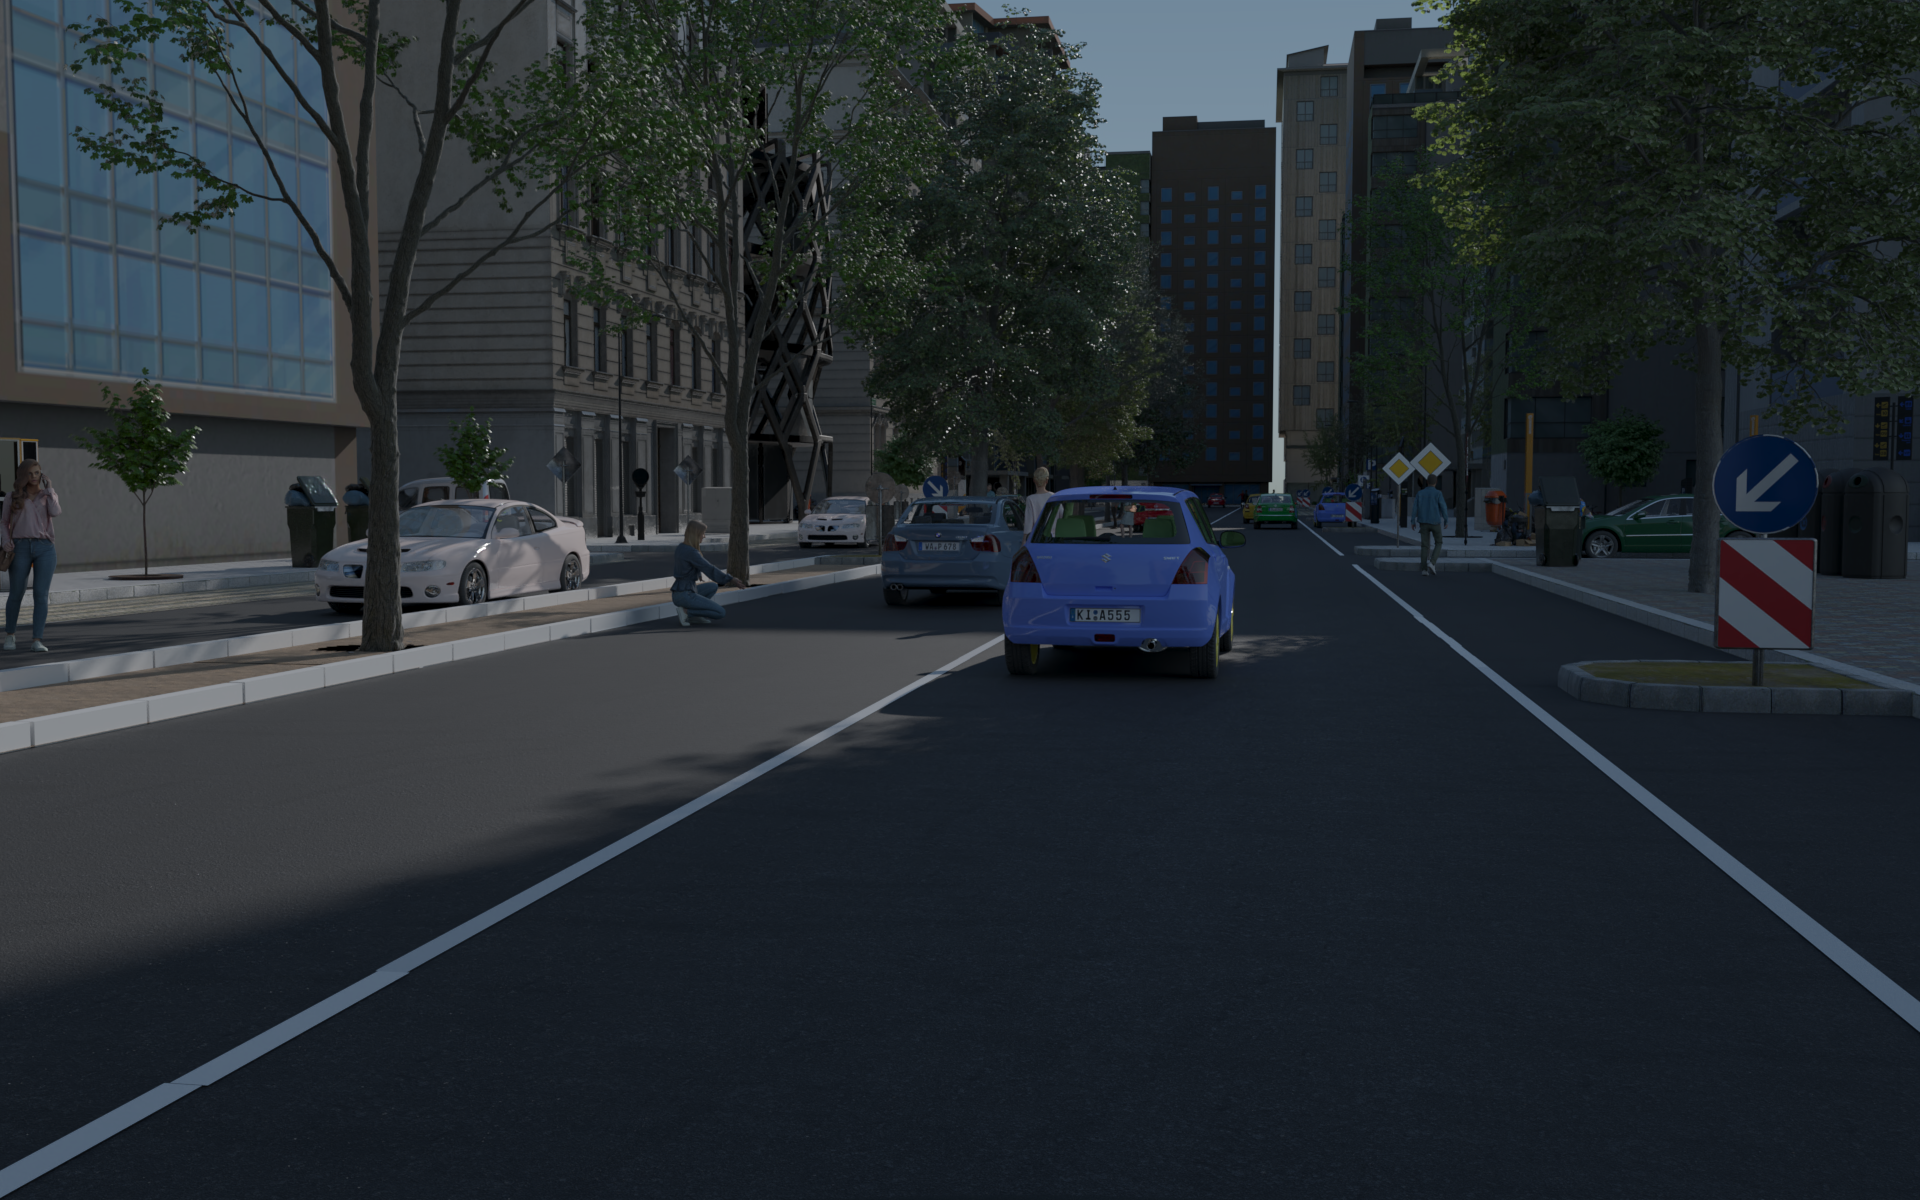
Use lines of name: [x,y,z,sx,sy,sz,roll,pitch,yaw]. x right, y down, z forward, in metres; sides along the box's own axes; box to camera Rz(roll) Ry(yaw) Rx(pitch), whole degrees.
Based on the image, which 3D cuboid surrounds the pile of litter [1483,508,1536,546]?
pile of litter: [13.969,-1.766,42.839,1.719,0.858,1.176,1,4,11]

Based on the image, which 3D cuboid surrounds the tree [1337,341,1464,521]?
tree: [20.927,-8.067,82.255,4.737,8.622,4.395,0,3,0]

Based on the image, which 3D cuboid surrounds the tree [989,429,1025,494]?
tree: [3.501,-10.145,116.231,4.360,8.622,3.978,0,3,0]

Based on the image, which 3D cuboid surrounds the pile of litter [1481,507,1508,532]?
pile of litter: [18.392,-2.719,58.417,1.719,0.858,1.176,2,4,25]

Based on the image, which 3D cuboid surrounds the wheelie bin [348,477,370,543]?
wheelie bin: [-10.992,-1.471,31.959,0.693,1.594,0.980,-1,4,-10]

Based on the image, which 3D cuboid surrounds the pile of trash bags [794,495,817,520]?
pile of trash bags: [-7.907,-4.596,84.903,1.912,1.369,3.447,-1,4,-21]

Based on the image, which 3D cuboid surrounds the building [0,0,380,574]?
building: [-20.652,-23.269,30.555,14.200,45.320,14.600,1,4,10]

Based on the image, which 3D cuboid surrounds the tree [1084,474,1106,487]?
tree: [13.362,-11.793,176.535,4.285,4.588,4.351,0,3,0]

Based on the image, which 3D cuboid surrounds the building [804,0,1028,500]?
building: [-11.412,-27.023,133.712,32.217,40.220,23.993,1,4,10]

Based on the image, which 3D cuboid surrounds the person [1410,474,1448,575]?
person: [8.245,-1.320,30.418,0.601,1.785,0.444,2,4,32]

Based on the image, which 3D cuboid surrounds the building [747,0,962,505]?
building: [-8.705,-19.111,99.847,14.401,28.519,23.554,1,4,10]

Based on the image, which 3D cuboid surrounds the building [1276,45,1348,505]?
building: [52.245,-38.029,211.006,27.495,52.752,28.713,1,4,10]

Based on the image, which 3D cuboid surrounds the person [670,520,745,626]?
person: [-2.856,-0.313,19.120,0.738,1.151,1.012,-1,4,-21]

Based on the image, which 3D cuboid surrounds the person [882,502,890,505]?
person: [-2.456,-2.754,54.539,0.512,1.701,0.522,0,4,-8]

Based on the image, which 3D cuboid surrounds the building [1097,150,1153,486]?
building: [16.497,-32.203,210.112,14.086,41.232,14.154,1,4,10]

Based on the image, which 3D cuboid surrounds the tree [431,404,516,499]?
tree: [-10.443,-2.622,37.470,1.663,3.219,1.824,0,3,0]

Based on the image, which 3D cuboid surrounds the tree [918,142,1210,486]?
tree: [2.790,-8.997,59.927,12.009,13.543,11.850,0,3,0]

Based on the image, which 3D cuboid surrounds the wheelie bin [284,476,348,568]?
wheelie bin: [-11.385,-1.371,30.325,0.693,1.594,0.980,1,4,19]

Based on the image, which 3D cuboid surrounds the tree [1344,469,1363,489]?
tree: [27.049,-7.614,119.093,1.663,3.219,1.824,0,3,0]

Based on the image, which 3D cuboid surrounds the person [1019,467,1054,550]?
person: [1.114,-0.655,19.884,0.731,1.740,0.598,-3,5,-42]

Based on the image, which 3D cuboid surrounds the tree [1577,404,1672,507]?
tree: [24.342,-4.880,63.503,4.285,4.588,4.351,0,3,0]

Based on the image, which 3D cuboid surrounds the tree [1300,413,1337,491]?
tree: [33.248,-12.615,156.624,4.737,8.622,4.395,0,3,0]

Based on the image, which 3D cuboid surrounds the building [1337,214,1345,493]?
building: [46.194,-24.897,178.773,14.160,30.474,14.107,1,4,10]

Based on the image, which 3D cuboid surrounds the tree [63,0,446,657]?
tree: [-5.185,-5.327,15.305,9.928,11.665,9.643,0,3,0]

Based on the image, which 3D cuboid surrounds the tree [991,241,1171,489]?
tree: [5.326,-9.578,77.178,7.486,12.596,7.792,0,3,0]

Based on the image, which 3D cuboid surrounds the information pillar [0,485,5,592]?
information pillar: [-12.506,-1.115,22.729,0.304,2.012,0.304,-3,5,-41]

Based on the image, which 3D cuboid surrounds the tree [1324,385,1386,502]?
tree: [25.492,-9.847,111.365,4.360,8.622,3.978,0,3,0]

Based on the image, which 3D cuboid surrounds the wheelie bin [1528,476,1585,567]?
wheelie bin: [10.564,-1.399,30.778,0.980,1.594,0.693,0,4,0]

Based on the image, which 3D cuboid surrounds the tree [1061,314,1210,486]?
tree: [9.567,-11.067,100.409,9.611,12.733,9.660,0,3,0]

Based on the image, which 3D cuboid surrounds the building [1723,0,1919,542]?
building: [38.449,-30.866,46.652,28.212,58.520,21.231,1,4,10]

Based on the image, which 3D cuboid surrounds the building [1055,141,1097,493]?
building: [6.686,-30.755,186.443,14.086,41.232,14.154,1,4,10]

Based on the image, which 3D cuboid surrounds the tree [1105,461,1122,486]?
tree: [17.063,-14.799,192.333,4.360,8.622,3.978,0,3,0]

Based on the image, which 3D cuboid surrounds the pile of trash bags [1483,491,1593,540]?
pile of trash bags: [15.267,-2.221,46.058,3.447,1.369,1.912,-2,4,-29]

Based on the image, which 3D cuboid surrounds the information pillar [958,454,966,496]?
information pillar: [0.106,-6.636,99.855,0.504,3.616,0.183,2,4,34]

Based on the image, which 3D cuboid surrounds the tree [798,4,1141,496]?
tree: [0.469,-8.400,46.446,9.857,13.997,8.962,0,3,0]

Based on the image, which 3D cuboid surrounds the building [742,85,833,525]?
building: [-14.273,-12.694,75.000,16.820,18.784,16.811,1,4,10]

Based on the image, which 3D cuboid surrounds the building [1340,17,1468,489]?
building: [43.850,-31.453,164.364,14.600,45.320,14.200,1,4,10]

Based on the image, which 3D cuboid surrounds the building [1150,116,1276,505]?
building: [30.474,-34.111,207.818,14.200,45.320,14.600,1,4,10]

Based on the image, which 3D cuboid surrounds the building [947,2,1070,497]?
building: [-1.773,-30.864,159.244,22.147,44.769,28.867,1,4,10]

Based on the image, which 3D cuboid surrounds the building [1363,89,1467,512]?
building: [36.916,-21.754,127.374,14.160,30.474,14.107,1,4,10]

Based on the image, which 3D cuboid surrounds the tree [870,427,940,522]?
tree: [-2.475,-5.962,81.187,4.285,4.588,4.351,0,3,0]

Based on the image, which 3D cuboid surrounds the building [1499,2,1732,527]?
building: [29.247,-18.350,71.719,14.160,30.474,14.107,1,4,10]

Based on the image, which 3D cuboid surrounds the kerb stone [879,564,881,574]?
kerb stone: [-1.459,-0.569,31.502,0.120,0.150,1.000,1,4,10]

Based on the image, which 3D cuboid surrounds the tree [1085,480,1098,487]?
tree: [12.534,-10.629,168.378,1.663,3.219,1.824,0,3,0]

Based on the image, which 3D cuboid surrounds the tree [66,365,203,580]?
tree: [-12.191,-1.926,26.099,1.663,3.219,1.824,0,3,0]

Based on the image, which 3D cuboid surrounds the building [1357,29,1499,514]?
building: [49.838,-27.659,144.113,32.217,40.220,23.993,1,4,10]

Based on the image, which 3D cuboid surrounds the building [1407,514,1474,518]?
building: [42.408,-24.926,99.413,32.217,40.220,23.993,1,4,10]

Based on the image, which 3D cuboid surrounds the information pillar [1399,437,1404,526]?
information pillar: [17.955,-4.841,70.507,0.183,3.616,0.504,2,4,29]

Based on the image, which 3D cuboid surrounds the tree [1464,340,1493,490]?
tree: [25.916,-8.147,83.562,4.737,8.622,4.395,0,3,0]

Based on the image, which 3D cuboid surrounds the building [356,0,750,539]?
building: [-14.037,-12.653,56.033,9.793,20.994,18.267,1,4,10]

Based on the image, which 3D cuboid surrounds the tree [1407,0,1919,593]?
tree: [9.383,-6.384,22.511,7.486,12.596,7.792,0,3,0]

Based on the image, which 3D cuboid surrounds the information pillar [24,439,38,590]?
information pillar: [-12.585,-1.147,23.252,0.304,2.012,0.304,1,4,14]

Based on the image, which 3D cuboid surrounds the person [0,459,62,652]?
person: [-8.566,-0.415,15.872,0.593,1.750,0.643,-2,4,-30]

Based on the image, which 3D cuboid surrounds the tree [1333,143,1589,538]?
tree: [14.787,-7.648,50.803,9.928,11.665,9.643,0,3,0]
